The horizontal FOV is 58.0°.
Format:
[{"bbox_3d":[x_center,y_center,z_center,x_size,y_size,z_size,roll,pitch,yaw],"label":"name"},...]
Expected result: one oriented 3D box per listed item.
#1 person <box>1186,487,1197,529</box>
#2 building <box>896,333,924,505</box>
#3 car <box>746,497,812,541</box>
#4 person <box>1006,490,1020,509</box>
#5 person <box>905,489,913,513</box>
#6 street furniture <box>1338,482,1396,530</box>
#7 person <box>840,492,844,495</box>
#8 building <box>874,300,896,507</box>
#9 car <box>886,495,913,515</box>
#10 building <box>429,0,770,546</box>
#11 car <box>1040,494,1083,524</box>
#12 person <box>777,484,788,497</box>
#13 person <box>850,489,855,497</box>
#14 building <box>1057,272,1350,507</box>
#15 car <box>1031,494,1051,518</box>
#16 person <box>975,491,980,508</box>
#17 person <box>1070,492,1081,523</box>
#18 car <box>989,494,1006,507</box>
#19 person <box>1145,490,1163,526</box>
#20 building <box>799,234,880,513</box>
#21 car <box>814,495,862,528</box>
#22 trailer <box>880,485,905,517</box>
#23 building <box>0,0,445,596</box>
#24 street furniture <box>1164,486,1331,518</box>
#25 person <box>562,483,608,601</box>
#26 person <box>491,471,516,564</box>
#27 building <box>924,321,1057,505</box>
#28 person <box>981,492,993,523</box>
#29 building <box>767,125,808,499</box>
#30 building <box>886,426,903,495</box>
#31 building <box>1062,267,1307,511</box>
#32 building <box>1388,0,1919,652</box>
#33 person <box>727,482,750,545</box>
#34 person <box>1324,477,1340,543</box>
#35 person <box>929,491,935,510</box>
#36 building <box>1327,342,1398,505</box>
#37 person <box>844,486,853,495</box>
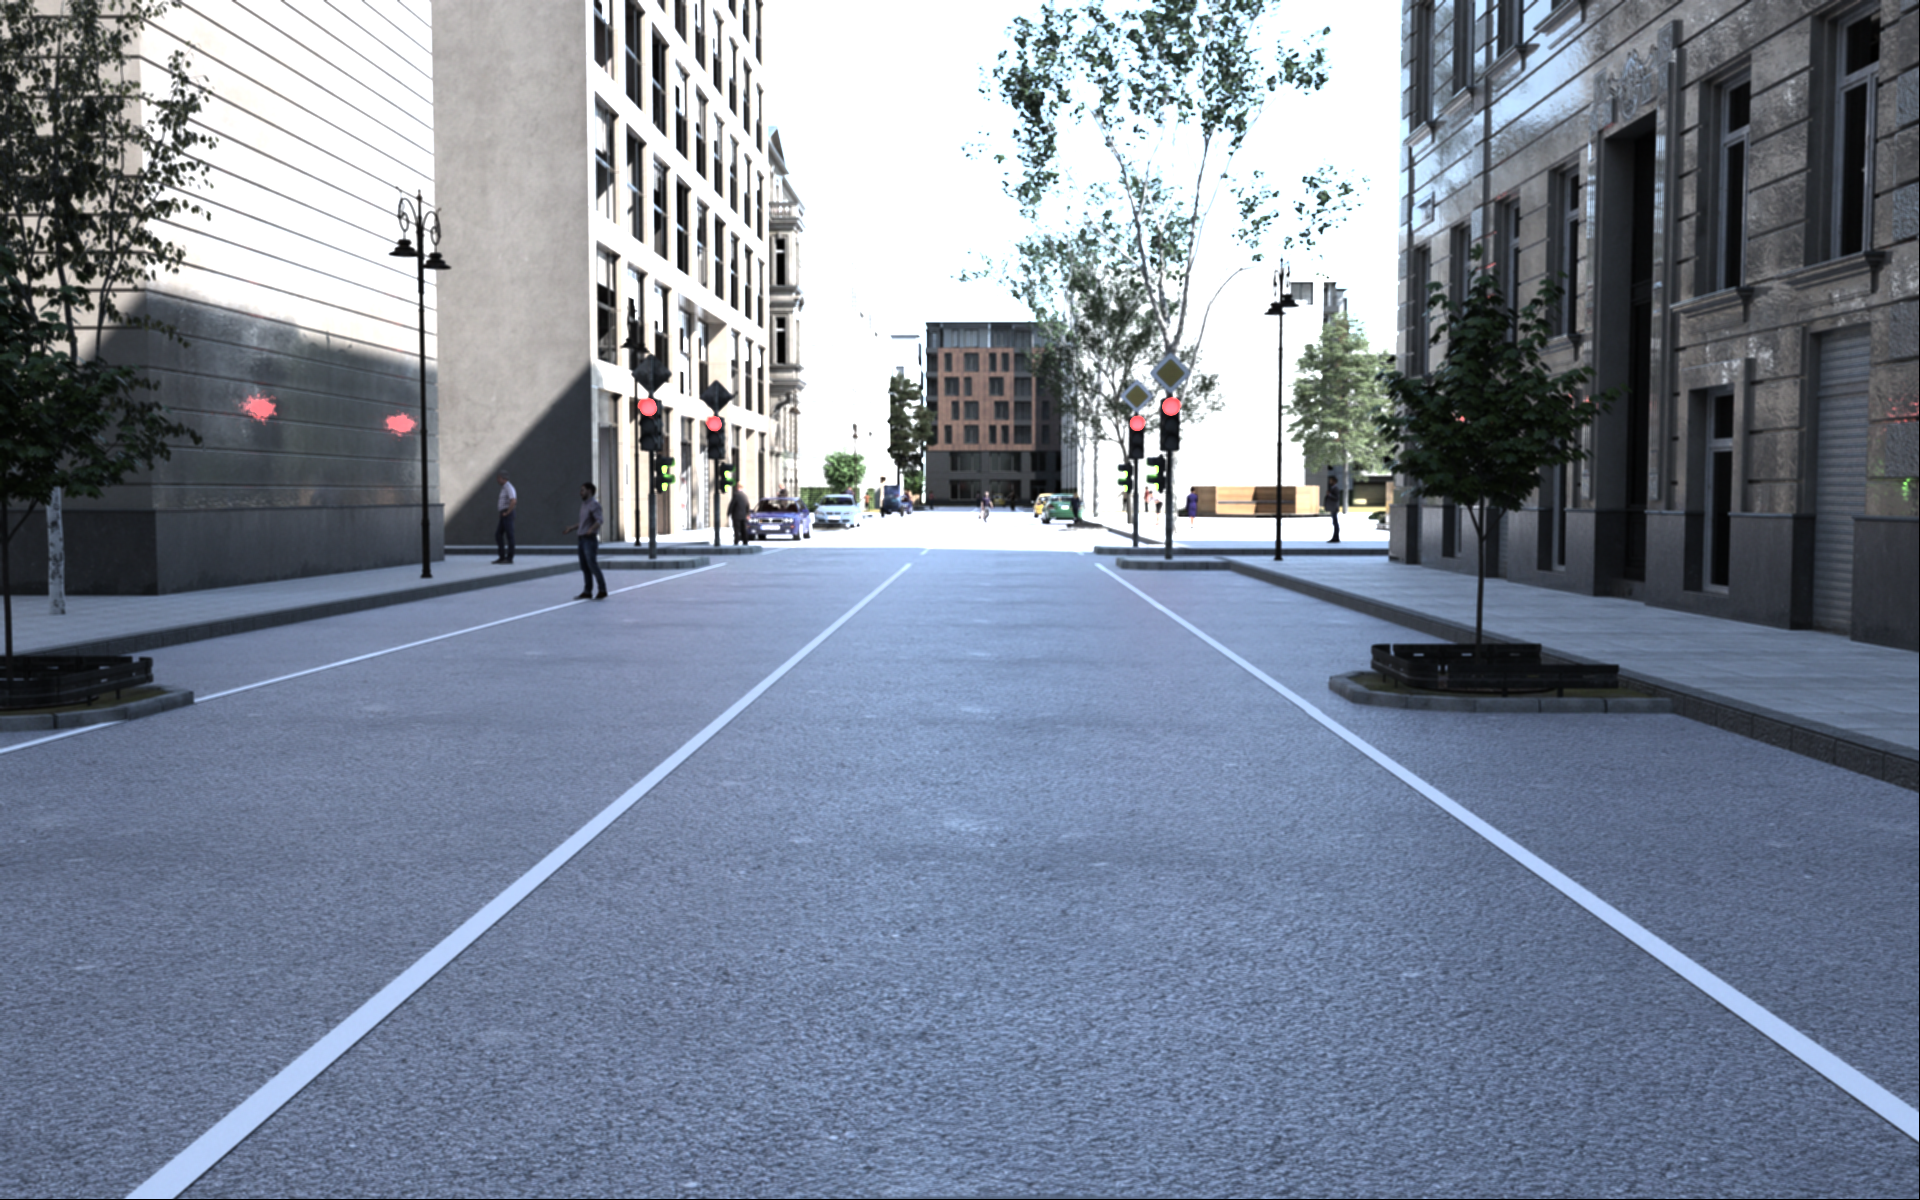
[{"bbox_3d":[8.436,-3.351,63.210,0.453,1.535,0.546,-1,4,-18],"label":"person"},{"bbox_3d":[-10.319,-21.661,210.569,11.380,20.091,16.016,0,4,1],"label":"building"},{"bbox_3d":[-5.652,-2.538,54.077,1.945,1.354,3.894,0,4,2],"label":"car"},{"bbox_3d":[4.947,-9.449,162.998,1.348,1.823,0.705,1,4,17],"label":"person"},{"bbox_3d":[-3.982,-7.656,133.633,0.705,1.831,1.348,-1,4,-23],"label":"person"},{"bbox_3d":[19.319,-3.310,60.966,9.812,1.723,11.010,0,4,1],"label":"street furniture"},{"bbox_3d":[-5.596,-4.425,83.223,0.453,1.535,0.546,1,4,9],"label":"person"},{"bbox_3d":[-14.755,-18.994,166.965,16.016,20.091,11.380,0,4,1],"label":"building"},{"bbox_3d":[-4.243,-6.611,120.671,1.945,1.354,3.894,0,4,1],"label":"car"},{"bbox_3d":[-18.391,-15.594,59.476,19.350,26.468,34.151,0,4,1],"label":"building"},{"bbox_3d":[4.931,-4.393,83.625,2.131,1.459,4.920,0,3,0],"label":"car"},{"bbox_3d":[-8.010,-4.362,78.048,0.565,1.739,0.600,2,4,26],"label":"person"},{"bbox_3d":[-7.034,-6.476,112.619,0.565,1.739,0.600,-3,4,-36],"label":"person"},{"bbox_3d":[24.683,-20.294,175.780,27.936,21.610,32.646,0,4,1],"label":"building"},{"bbox_3d":[5.323,-5.765,104.481,2.015,1.641,3.980,0,4,0],"label":"car"},{"bbox_3d":[1.863,-10.647,183.279,0.721,1.736,1.217,1,4,22],"label":"person"},{"bbox_3d":[5.163,-4.044,77.156,0.480,1.512,0.613,0,4,6],"label":"person"},{"bbox_3d":[4.039,-10.808,186.926,2.015,1.641,3.980,0,4,2],"label":"car"},{"bbox_3d":[7.785,-3.679,69.379,0.628,1.438,0.799,1,4,17],"label":"person"},{"bbox_3d":[-15.567,-16.353,133.835,16.747,18.905,31.486,0,4,1],"label":"building"},{"bbox_3d":[-5.188,-3.783,73.856,2.014,1.417,4.499,0,4,1],"label":"car"},{"bbox_3d":[-4.225,-6.147,107.554,1.471,1.999,3.904,0,4,0],"label":"trailer"},{"bbox_3d":[-22.126,-14.054,27.047,25.104,27.353,12.463,0,4,1],"label":"building"},{"bbox_3d":[16.601,-5.464,96.186,9.812,1.723,11.010,-3,4,-38],"label":"street furniture"},{"bbox_3d":[-5.022,-0.788,23.345,0.435,1.587,0.963,-3,4,-38],"label":"person"},{"bbox_3d":[-8.377,-1.518,31.795,0.436,1.711,0.756,-1,4,-19],"label":"person"},{"bbox_3d":[12.294,-22.706,215.211,32.646,21.610,27.936,0,4,1],"label":"building"},{"bbox_3d":[1.328,-4.584,85.649,0.569,1.553,0.471,0,4,0],"label":"person"},{"bbox_3d":[-15.730,-16.834,94.328,14.460,24.649,34.723,0,4,1],"label":"building"},{"bbox_3d":[-20.275,-15.048,188.183,28.070,9.664,9.099,0,4,1],"label":"building"},{"bbox_3d":[17.435,-16.949,143.581,16.747,18.905,31.486,0,4,1],"label":"building"},{"bbox_3d":[13.540,-13.614,19.857,12.463,27.353,25.104,0,4,1],"label":"building"},{"bbox_3d":[-5.928,-2.272,46.200,0.434,1.755,0.990,2,4,34],"label":"person"},{"bbox_3d":[9.830,-2.380,45.778,0.431,1.722,0.655,1,4,17],"label":"person"},{"bbox_3d":[-2.508,-9.067,157.468,0.721,1.743,1.217,-3,4,-37],"label":"person"},{"bbox_3d":[44.252,-20.983,209.532,31.486,18.905,16.747,0,4,1],"label":"building"},{"bbox_3d":[-6.753,-5.932,103.481,0.683,1.767,0.568,-1,4,-9],"label":"person"}]
